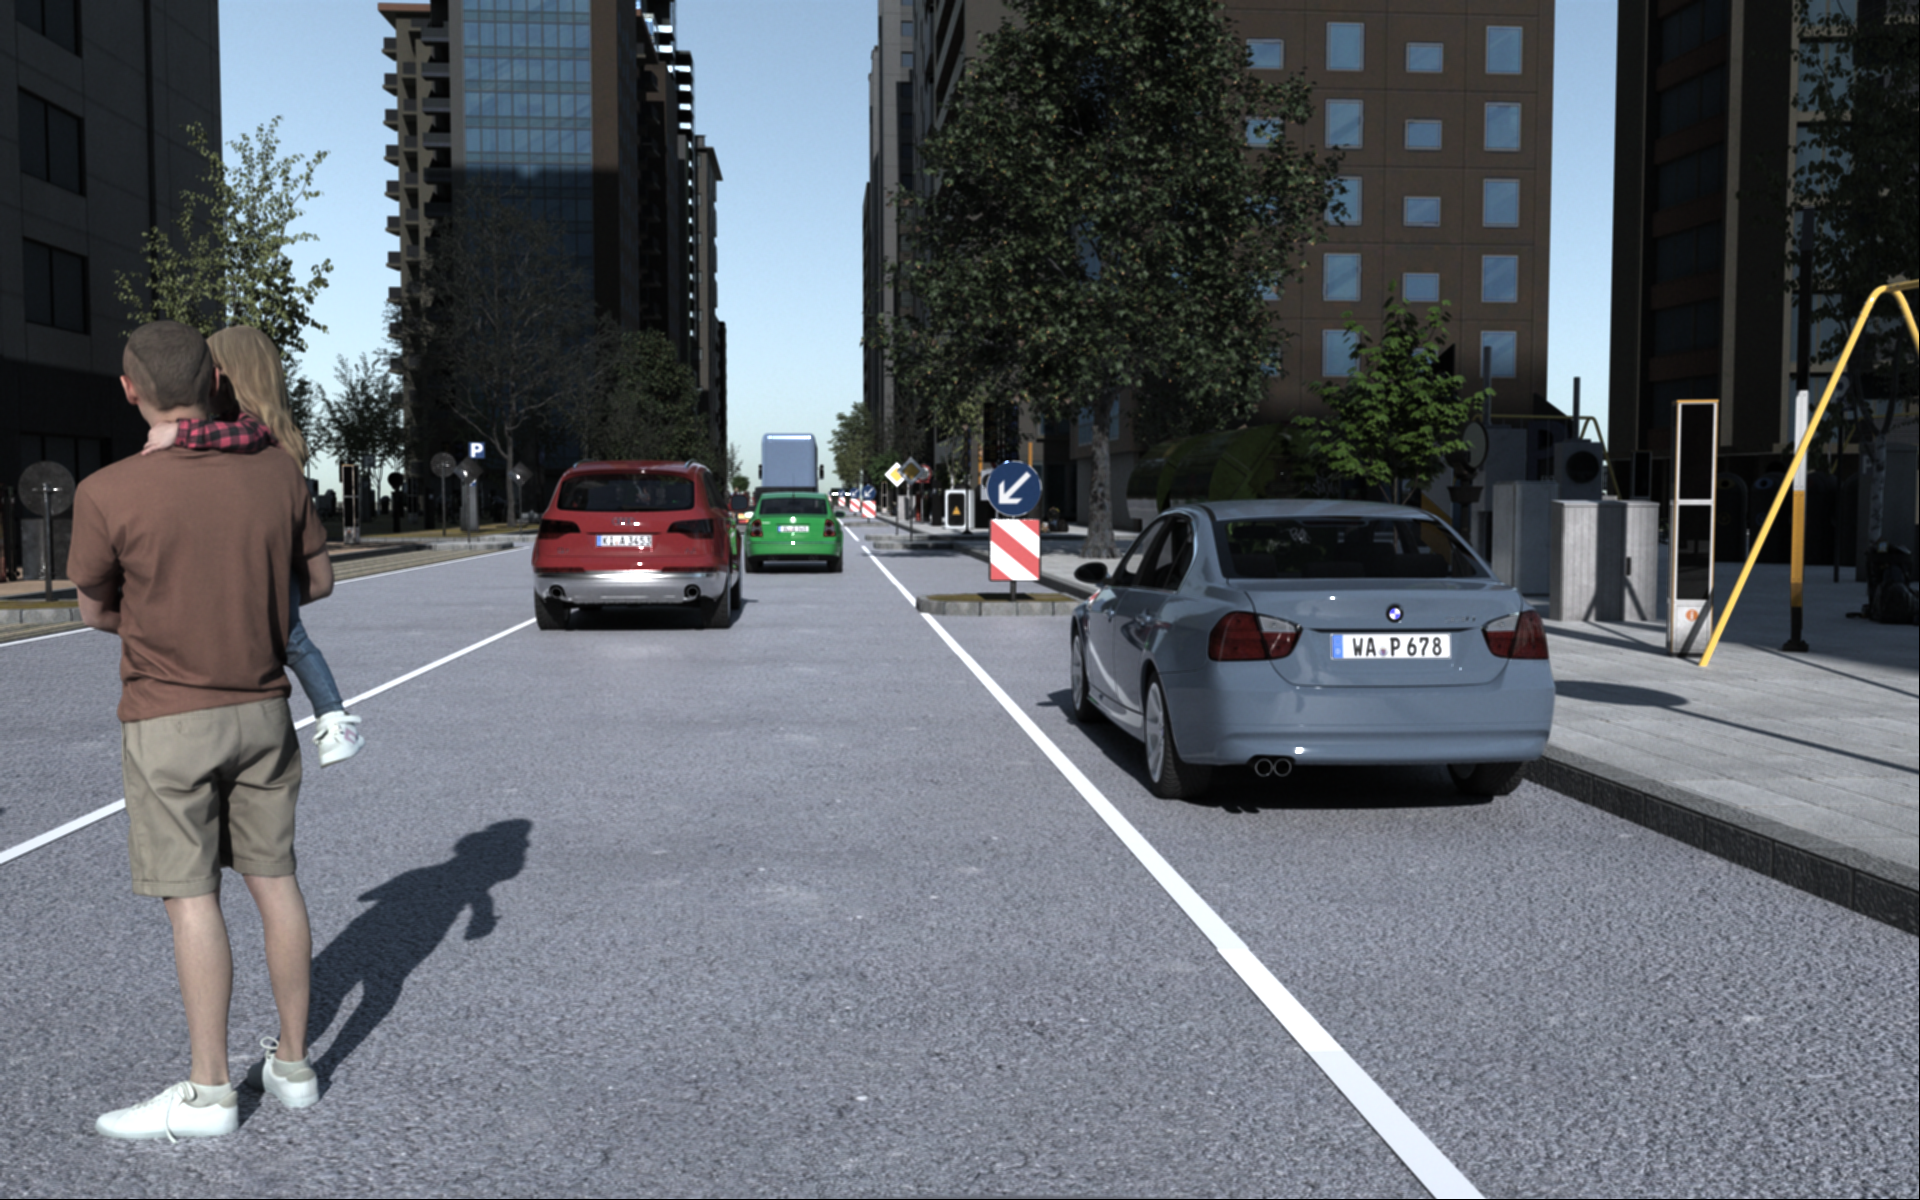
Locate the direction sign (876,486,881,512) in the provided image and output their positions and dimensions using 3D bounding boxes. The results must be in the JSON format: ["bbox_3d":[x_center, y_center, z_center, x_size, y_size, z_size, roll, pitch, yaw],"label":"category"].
[{"bbox_3d":[-5.948,-8.222,126.428,0.379,3.537,0.876,3,5,43],"label":"direction sign"}]

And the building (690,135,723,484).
[{"bbox_3d":[-50.039,-40.823,256.690,28.713,52.752,27.495,0,4,-5],"label":"building"}]

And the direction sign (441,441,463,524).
[{"bbox_3d":[-21.826,-5.048,74.535,0.876,3.537,0.379,-1,4,-15],"label":"direction sign"}]

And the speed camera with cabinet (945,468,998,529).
[{"bbox_3d":[0.489,-4.194,62.901,2.038,3.252,0.660,1,4,18],"label":"speed camera with cabinet"}]

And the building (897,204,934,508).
[{"bbox_3d":[0.827,-24.215,167.622,14.160,30.474,14.107,0,4,-5],"label":"building"}]

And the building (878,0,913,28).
[{"bbox_3d":[1.673,-39.513,188.030,21.231,58.520,28.212,0,4,-5],"label":"building"}]

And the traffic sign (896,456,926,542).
[{"bbox_3d":[-1.300,-2.595,46.068,0.795,2.450,0.064,0,4,-5],"label":"traffic sign"}]

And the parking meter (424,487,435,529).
[{"bbox_3d":[-19.407,-3.359,63.326,0.372,1.533,0.369,0,3,0],"label":"parking meter"}]

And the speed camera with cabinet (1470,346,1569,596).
[{"bbox_3d":[7.233,-1.729,22.605,0.660,3.252,2.038,0,4,2],"label":"speed camera with cabinet"}]

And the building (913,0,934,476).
[{"bbox_3d":[10.127,-34.107,146.883,28.713,52.752,27.495,0,4,-5],"label":"building"}]

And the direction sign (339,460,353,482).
[{"bbox_3d":[-41.169,-7.600,116.251,0.876,3.537,0.379,-1,4,-16],"label":"direction sign"}]

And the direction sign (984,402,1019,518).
[{"bbox_3d":[1.011,-3.102,42.722,0.876,3.537,0.379,1,4,14],"label":"direction sign"}]

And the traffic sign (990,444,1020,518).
[{"bbox_3d":[1.131,-2.678,43.895,0.768,2.556,0.104,0,4,-4],"label":"traffic sign"}]

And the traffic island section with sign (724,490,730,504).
[{"bbox_3d":[-24.069,-10.440,179.327,1.989,1.847,2.006,0,4,-5],"label":"traffic island section with sign"}]

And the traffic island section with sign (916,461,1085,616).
[{"bbox_3d":[0.472,-0.774,21.290,1.989,1.847,2.006,0,4,-5],"label":"traffic island section with sign"}]

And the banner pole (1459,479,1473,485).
[{"bbox_3d":[16.370,-3.990,55.247,0.863,3.779,0.401,0,4,5],"label":"banner pole"}]

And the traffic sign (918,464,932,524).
[{"bbox_3d":[-1.574,-4.516,73.949,0.768,2.556,0.104,0,4,-1],"label":"traffic sign"}]

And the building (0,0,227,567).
[{"bbox_3d":[-27.392,-36.275,31.356,20.611,71.187,20.563,0,4,-5],"label":"building"}]

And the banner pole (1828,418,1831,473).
[{"bbox_3d":[28.511,-4.089,56.869,0.401,3.779,0.863,2,4,31],"label":"banner pole"}]

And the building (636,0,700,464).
[{"bbox_3d":[-44.706,-55.885,226.383,22.319,86.520,31.000,0,4,-5],"label":"building"}]

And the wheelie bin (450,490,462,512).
[{"bbox_3d":[-36.254,-7.157,124.932,0.693,1.594,0.980,2,4,31],"label":"wheelie bin"}]

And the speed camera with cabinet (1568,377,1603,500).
[{"bbox_3d":[9.736,-2.135,29.247,2.038,3.252,0.660,0,4,4],"label":"speed camera with cabinet"}]

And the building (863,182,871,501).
[{"bbox_3d":[-3.332,-38.658,255.755,21.300,48.544,21.600,0,4,-5],"label":"building"}]

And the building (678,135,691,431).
[{"bbox_3d":[-37.263,-31.033,190.991,14.154,41.232,14.086,0,4,-5],"label":"building"}]

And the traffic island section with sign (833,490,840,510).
[{"bbox_3d":[-6.417,-5.810,103.628,1.989,1.847,2.006,0,4,-5],"label":"traffic island section with sign"}]

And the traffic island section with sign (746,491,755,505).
[{"bbox_3d":[-30.976,-15.496,261.980,1.989,1.847,2.006,0,4,-5],"label":"traffic island section with sign"}]

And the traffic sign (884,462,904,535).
[{"bbox_3d":[-1.967,-3.082,54.025,0.795,2.450,0.064,0,4,-5],"label":"traffic sign"}]

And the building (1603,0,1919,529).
[{"bbox_3d":[41.187,-25.384,69.651,28.867,44.769,22.147,0,4,-5],"label":"building"}]

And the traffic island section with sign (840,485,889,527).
[{"bbox_3d":[-4.174,-4.167,76.766,1.989,1.847,2.006,0,4,-5],"label":"traffic island section with sign"}]

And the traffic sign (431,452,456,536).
[{"bbox_3d":[-15.686,-3.211,52.600,0.768,2.556,0.104,0,4,-2],"label":"traffic sign"}]

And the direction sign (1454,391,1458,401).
[{"bbox_3d":[10.521,-2.811,37.952,0.876,3.537,0.379,-2,4,-24],"label":"direction sign"}]

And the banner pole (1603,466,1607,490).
[{"bbox_3d":[49.776,-8.805,133.971,0.863,3.779,0.401,0,4,1],"label":"banner pole"}]

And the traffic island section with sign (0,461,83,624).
[{"bbox_3d":[-10.733,-0.693,19.966,1.989,1.847,2.006,0,4,-5],"label":"traffic island section with sign"}]

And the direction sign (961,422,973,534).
[{"bbox_3d":[0.230,-3.861,55.129,0.379,3.537,0.876,1,4,12],"label":"direction sign"}]

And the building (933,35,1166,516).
[{"bbox_3d":[5.570,-28.797,120.948,14.600,45.320,14.200,0,4,-5],"label":"building"}]

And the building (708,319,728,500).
[{"bbox_3d":[-44.942,-31.011,278.729,14.160,30.474,14.107,0,4,-5],"label":"building"}]

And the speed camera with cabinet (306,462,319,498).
[{"bbox_3d":[-39.467,-6.741,104.543,0.660,3.252,2.038,0,4,7],"label":"speed camera with cabinet"}]

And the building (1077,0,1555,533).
[{"bbox_3d":[12.074,-25.277,63.382,14.200,45.320,14.600,0,4,-5],"label":"building"}]

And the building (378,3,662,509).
[{"bbox_3d":[-38.498,-30.573,154.490,22.147,44.769,28.867,0,4,-5],"label":"building"}]

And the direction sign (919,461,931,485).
[{"bbox_3d":[-2.399,-7.770,119.038,0.876,3.537,0.379,1,4,19],"label":"direction sign"}]

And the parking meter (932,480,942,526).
[{"bbox_3d":[-0.923,-3.911,69.661,0.255,1.863,0.399,-3,5,-45],"label":"parking meter"}]

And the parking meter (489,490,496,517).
[{"bbox_3d":[-26.372,-5.465,97.761,0.372,1.533,0.369,0,3,0],"label":"parking meter"}]

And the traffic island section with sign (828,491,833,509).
[{"bbox_3d":[-10.604,-8.872,153.688,1.989,1.847,2.006,0,4,-5],"label":"traffic island section with sign"}]

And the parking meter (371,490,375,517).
[{"bbox_3d":[-32.755,-5.383,96.421,0.372,1.533,0.369,0,3,0],"label":"parking meter"}]

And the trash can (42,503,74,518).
[{"bbox_3d":[-14.613,-1.014,28.233,0.748,1.137,0.748,0,3,0],"label":"trash can"}]

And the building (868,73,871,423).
[{"bbox_3d":[-1.478,-42.120,230.658,21.231,58.520,28.212,0,4,-5],"label":"building"}]

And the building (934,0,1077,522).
[{"bbox_3d":[10.000,-28.463,89.069,21.300,48.544,21.600,0,4,-5],"label":"building"}]

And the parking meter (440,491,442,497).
[{"bbox_3d":[-36.379,-6.936,121.817,0.372,1.533,0.369,0,3,0],"label":"parking meter"}]

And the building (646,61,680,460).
[{"bbox_3d":[-36.104,-32.179,176.242,14.600,45.320,14.200,0,4,-5],"label":"building"}]

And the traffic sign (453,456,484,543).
[{"bbox_3d":[-12.806,-2.537,45.129,0.795,2.450,0.064,0,4,-5],"label":"traffic sign"}]

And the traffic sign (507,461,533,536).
[{"bbox_3d":[-13.472,-3.024,53.086,0.795,2.450,0.064,0,4,-5],"label":"traffic sign"}]

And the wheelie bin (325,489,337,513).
[{"bbox_3d":[-43.353,-6.810,119.250,0.980,1.594,0.693,3,4,36],"label":"wheelie bin"}]

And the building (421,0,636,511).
[{"bbox_3d":[-32.458,-29.560,133.409,14.600,45.320,14.200,0,4,-5],"label":"building"}]

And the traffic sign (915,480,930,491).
[{"bbox_3d":[-1.861,-5.003,81.807,0.884,2.594,0.081,0,3,0],"label":"traffic sign"}]
